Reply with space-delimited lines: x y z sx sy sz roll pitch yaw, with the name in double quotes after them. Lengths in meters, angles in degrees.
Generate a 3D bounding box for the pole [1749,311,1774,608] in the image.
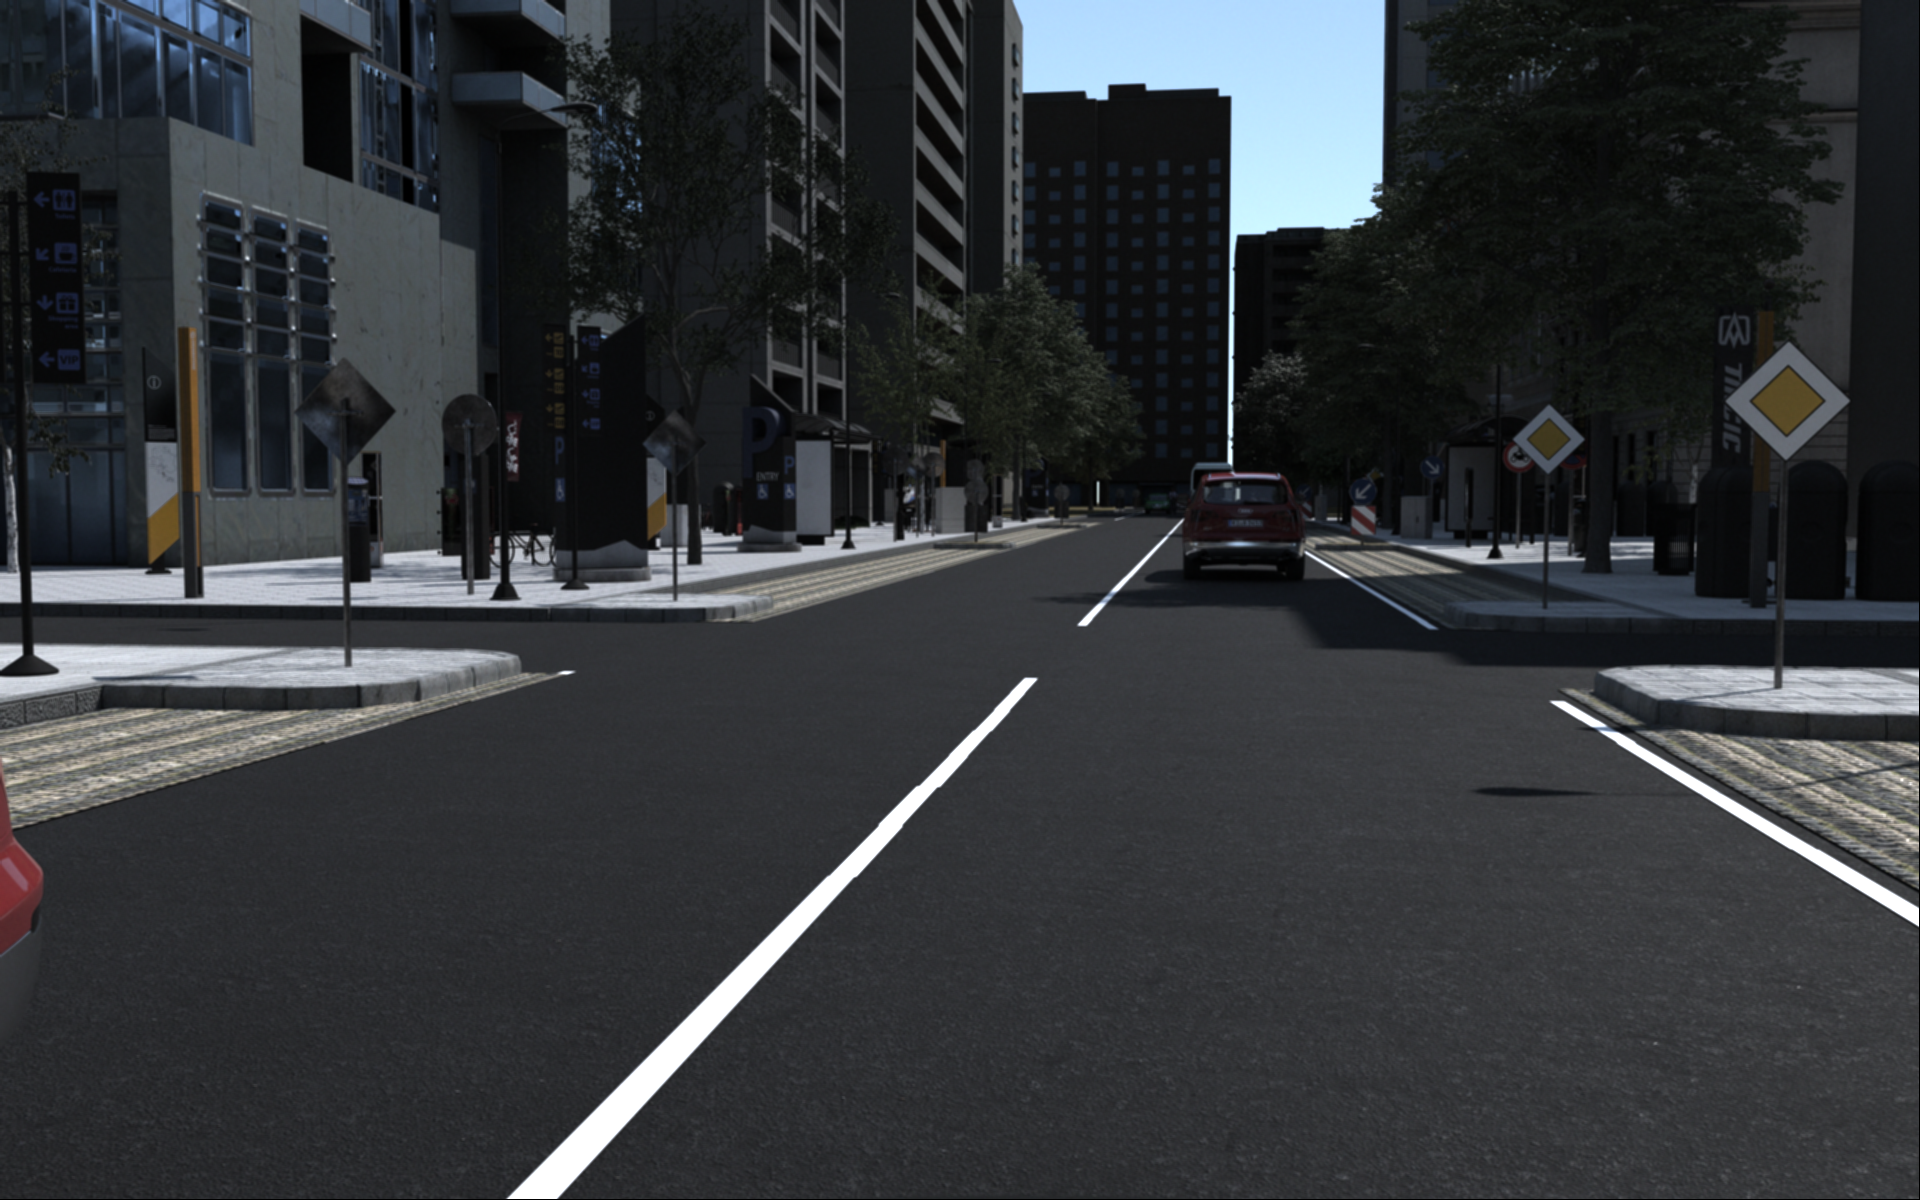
8.998 -1.566 19.440 0.158 3.312 0.155 0 3 0 "pole"

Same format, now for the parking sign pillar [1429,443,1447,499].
24.961 -6.241 90.516 1.447 3.967 1.447 3 4 37 "parking sign pillar"

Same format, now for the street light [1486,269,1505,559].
10.111 -3.780 34.336 1.470 5.913 1.316 0 4 8 "street light"

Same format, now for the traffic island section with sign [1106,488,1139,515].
11.302 -6.902 121.470 1.989 1.847 2.006 0 4 8 "traffic island section with sign"

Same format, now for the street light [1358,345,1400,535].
13.054 -4.975 53.875 1.470 5.913 1.316 0 4 8 "street light"

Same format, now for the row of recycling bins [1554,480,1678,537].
19.872 -2.774 52.472 3.534 1.692 1.069 0 4 7 "row of recycling bins"

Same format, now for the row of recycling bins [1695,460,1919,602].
10.914 -0.858 21.135 3.534 1.692 1.069 1 4 18 "row of recycling bins"

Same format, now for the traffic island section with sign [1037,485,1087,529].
4.301 -3.904 72.458 1.989 1.847 2.006 0 4 8 "traffic island section with sign"

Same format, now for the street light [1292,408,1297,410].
18.484 -7.369 93.017 1.470 5.913 1.316 0 4 8 "street light"

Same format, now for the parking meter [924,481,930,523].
-1.517 -4.339 76.647 0.255 1.863 0.399 1 4 19 "parking meter"

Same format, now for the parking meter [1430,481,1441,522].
21.794 -4.507 79.401 0.399 1.863 0.255 -1 4 -22 "parking meter"

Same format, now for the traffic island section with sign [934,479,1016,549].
0.431 -2.253 45.459 1.989 1.847 2.006 0 4 8 "traffic island section with sign"

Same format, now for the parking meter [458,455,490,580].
-7.288 -1.240 25.990 0.399 1.863 0.255 1 4 18 "parking meter"

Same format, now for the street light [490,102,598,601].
-4.982 -2.949 20.754 1.470 5.913 1.316 0 4 8 "street light"

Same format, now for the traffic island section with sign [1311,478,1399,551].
10.136 -2.183 44.315 1.989 1.847 2.006 0 4 8 "traffic island section with sign"

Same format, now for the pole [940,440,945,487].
-0.653 -4.377 65.414 0.158 3.312 0.155 0 3 0 "pole"

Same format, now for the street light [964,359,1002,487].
0.733 -5.340 59.855 1.470 5.913 1.316 0 4 8 "street light"

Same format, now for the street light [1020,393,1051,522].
3.491 -6.546 79.561 1.470 5.913 1.316 0 4 8 "street light"

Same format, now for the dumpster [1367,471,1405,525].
17.091 -4.119 69.836 1.502 2.255 1.985 0 4 8 "dumpster"

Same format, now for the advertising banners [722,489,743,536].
-6.829 -3.495 53.338 0.090 3.025 2.074 1 4 19 "advertising banners"

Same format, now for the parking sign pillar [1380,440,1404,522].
19.977 -5.557 79.325 1.447 3.967 1.447 0 4 0 "parking sign pillar"

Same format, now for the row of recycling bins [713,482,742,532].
-6.726 -3.082 57.500 3.534 1.692 1.069 2 4 29 "row of recycling bins"

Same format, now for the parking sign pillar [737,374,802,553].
-4.252 -3.061 38.514 1.447 3.967 1.447 3 5 39 "parking sign pillar"

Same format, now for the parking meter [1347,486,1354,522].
18.003 -4.547 80.057 0.399 1.863 0.255 0 4 5 "parking meter"

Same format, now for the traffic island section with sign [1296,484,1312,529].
13.953 -3.815 71.000 1.989 1.847 2.006 0 4 8 "traffic island section with sign"

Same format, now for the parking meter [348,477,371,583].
-8.784 -1.027 25.205 0.372 1.533 0.369 0 3 0 "parking meter"

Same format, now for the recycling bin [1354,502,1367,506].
18.955 -4.268 82.333 0.722 1.027 0.722 -1 4 -15 "recycling bin"

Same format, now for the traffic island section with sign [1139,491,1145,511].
15.172 -8.554 148.478 1.989 1.847 2.006 0 4 8 "traffic island section with sign"

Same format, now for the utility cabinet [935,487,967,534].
-0.300 -2.874 55.672 0.318 1.500 1.173 3 5 43 "utility cabinet"

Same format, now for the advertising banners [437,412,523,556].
-10.031 -2.455 36.329 0.090 3.025 2.074 3 5 42 "advertising banners"

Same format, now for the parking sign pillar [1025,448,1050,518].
4.131 -6.434 93.673 1.447 3.967 1.447 2 4 26 "parking sign pillar"

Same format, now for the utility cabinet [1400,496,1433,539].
13.125 -2.364 49.820 0.306 1.237 1.020 -2 4 -29 "utility cabinet"

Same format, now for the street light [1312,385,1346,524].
15.749 -6.172 73.449 1.470 5.913 1.316 0 4 8 "street light"

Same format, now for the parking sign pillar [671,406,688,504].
-8.486 -3.821 50.941 1.447 3.967 1.447 1 4 13 "parking sign pillar"

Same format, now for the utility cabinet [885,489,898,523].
-2.736 -4.147 76.476 1.173 1.500 0.318 2 4 25 "utility cabinet"

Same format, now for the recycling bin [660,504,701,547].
-6.784 -1.802 42.022 0.722 1.027 0.722 2 4 35 "recycling bin"

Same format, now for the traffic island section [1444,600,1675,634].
6.553 0.179 19.350 2.009 0.180 2.903 0 4 8 "traffic island section"

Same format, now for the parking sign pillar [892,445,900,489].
-3.446 -6.427 93.550 1.447 3.967 1.447 0 4 -2 "parking sign pillar"

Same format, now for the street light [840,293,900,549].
-2.079 -4.144 40.298 1.470 5.913 1.316 0 4 8 "street light"

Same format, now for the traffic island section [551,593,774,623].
-3.436 0.092 20.778 2.009 0.180 2.903 0 4 8 "traffic island section"

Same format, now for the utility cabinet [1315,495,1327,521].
17.498 -4.454 83.989 0.306 1.237 1.020 0 4 -7 "utility cabinet"

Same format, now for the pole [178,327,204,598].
-9.460 -1.679 21.297 0.158 3.312 0.155 0 3 0 "pole"

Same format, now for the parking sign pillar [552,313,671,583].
-5.316 -2.272 25.624 1.447 3.967 1.447 -3 4 -36 "parking sign pillar"

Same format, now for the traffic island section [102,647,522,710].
-4.567 0.575 12.873 2.009 0.180 2.903 0 4 8 "traffic island section"
